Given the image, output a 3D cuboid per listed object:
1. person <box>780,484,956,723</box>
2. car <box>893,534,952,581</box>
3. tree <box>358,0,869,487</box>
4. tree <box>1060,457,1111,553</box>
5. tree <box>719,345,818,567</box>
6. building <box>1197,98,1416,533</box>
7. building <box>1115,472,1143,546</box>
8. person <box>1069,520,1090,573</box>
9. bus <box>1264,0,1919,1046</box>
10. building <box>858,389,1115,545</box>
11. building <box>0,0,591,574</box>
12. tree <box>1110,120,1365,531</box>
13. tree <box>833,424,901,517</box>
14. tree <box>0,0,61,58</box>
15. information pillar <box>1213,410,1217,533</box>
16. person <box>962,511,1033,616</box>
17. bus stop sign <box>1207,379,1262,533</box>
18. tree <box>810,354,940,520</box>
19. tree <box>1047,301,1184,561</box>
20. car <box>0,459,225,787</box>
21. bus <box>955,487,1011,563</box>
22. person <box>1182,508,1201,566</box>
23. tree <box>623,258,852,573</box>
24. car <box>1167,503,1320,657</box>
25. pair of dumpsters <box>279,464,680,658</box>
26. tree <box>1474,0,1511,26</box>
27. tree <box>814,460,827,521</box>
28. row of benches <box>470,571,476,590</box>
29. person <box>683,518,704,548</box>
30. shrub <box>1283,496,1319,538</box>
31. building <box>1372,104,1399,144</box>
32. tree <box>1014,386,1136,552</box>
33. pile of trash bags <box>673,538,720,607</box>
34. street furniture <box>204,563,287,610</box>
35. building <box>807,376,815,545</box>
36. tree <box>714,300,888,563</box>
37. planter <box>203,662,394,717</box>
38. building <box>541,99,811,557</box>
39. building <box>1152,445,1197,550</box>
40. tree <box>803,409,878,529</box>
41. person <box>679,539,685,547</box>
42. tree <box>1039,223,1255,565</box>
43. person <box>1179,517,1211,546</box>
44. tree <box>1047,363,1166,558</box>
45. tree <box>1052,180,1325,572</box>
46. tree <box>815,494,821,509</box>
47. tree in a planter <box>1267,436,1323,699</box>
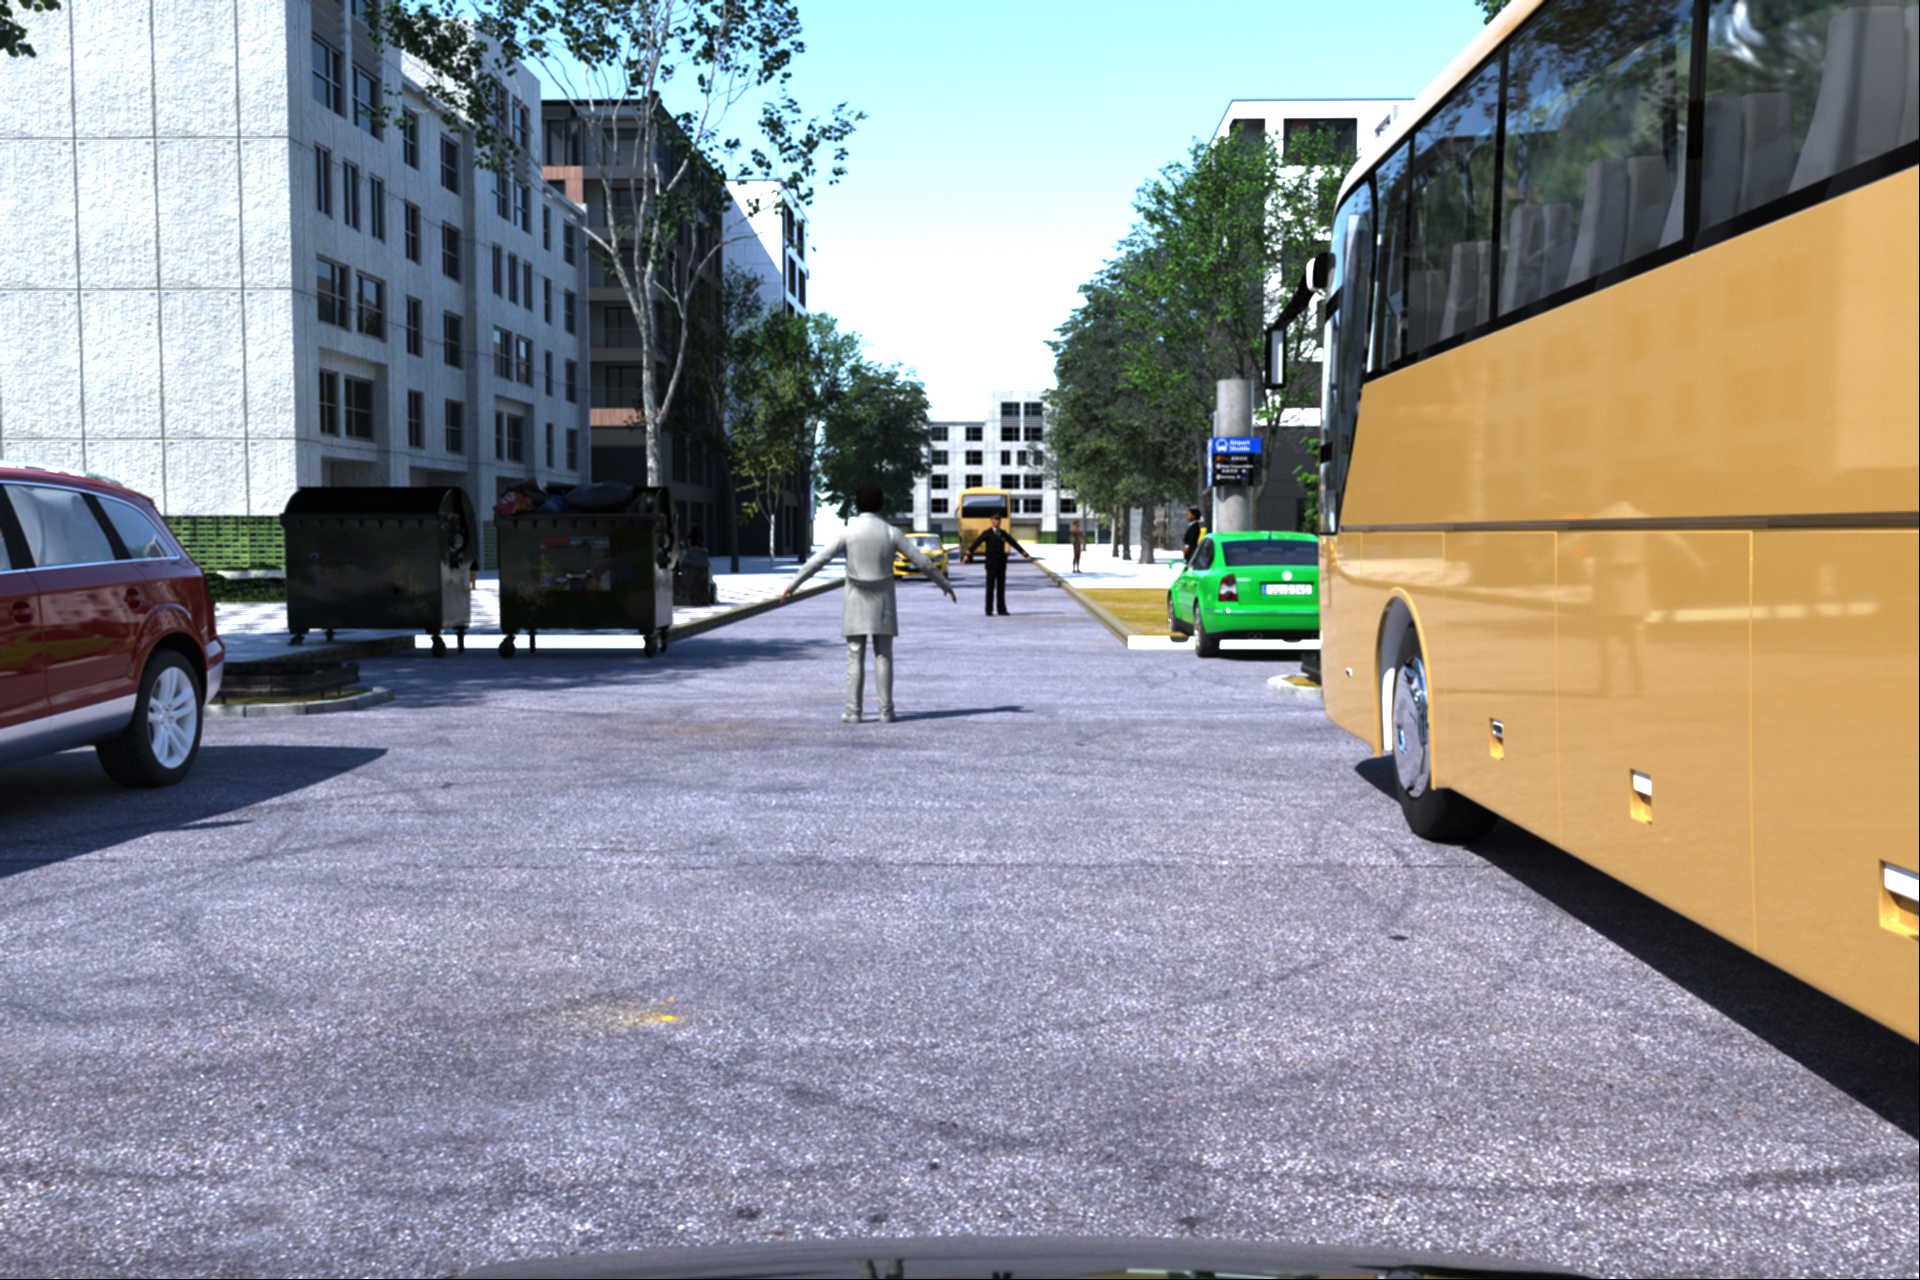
[{"bbox_3d":[-0.689,-0.278,13.187,1.347,1.806,0.705,0,4,-6],"label":"person"},{"bbox_3d":[-1.239,-2.685,54.131,2.015,1.641,3.980,0,4,1],"label":"car"},{"bbox_3d":[-8.466,-11.366,41.726,12.611,20.169,13.585,0,3,0],"label":"tree"},{"bbox_3d":[9.064,-10.165,116.562,4.737,8.622,4.395,0,3,0],"label":"tree"},{"bbox_3d":[-7.356,-7.151,67.288,4.737,8.622,4.395,0,3,0],"label":"tree"},{"bbox_3d":[27.153,-15.518,97.697,27.936,21.610,32.646,0,4,2],"label":"building"},{"bbox_3d":[27.171,-22.091,192.110,19.493,23.208,18.063,0,4,1],"label":"building"},{"bbox_3d":[3.931,-3.085,57.239,0.721,1.733,1.217,3,4,36],"label":"person"},{"bbox_3d":[3.273,-0.815,4.877,2.896,3.916,12.252,0,4,1],"label":"bus"},{"bbox_3d":[2.907,-21.398,218.765,31.486,18.905,16.747,0,4,-3],"label":"building"},{"bbox_3d":[-24.929,-11.829,59.864,16.747,18.905,31.486,0,4,2],"label":"building"},{"bbox_3d":[7.409,-7.145,42.573,9.928,11.665,9.643,0,3,0],"label":"tree"},{"bbox_3d":[-6.788,-9.988,113.661,4.360,8.622,3.978,0,3,0],"label":"tree"},{"bbox_3d":[-11.789,-6.525,13.344,9.857,13.997,8.962,0,3,0],"label":"tree"},{"bbox_3d":[4.935,-2.519,32.504,0.184,3.620,1.656,0,4,1],"label":"information pillar"},{"bbox_3d":[0.642,-1.350,30.467,1.347,1.837,0.705,-1,4,-22],"label":"person"},{"bbox_3d":[4.714,-2.493,29.785,0.837,3.901,0.837,0,4,2],"label":"bus stop sign"},{"bbox_3d":[-6.297,-13.268,123.591,9.857,13.997,8.962,0,3,0],"label":"tree"},{"bbox_3d":[8.117,-10.107,83.381,7.486,12.596,7.792,0,3,0],"label":"tree"},{"bbox_3d":[-5.523,0.017,8.393,2.281,1.827,5.304,0,4,1],"label":"car"},{"bbox_3d":[1.193,-6.007,89.766,2.896,3.916,12.252,0,3,0],"label":"bus"},{"bbox_3d":[4.092,-1.486,31.023,0.721,1.740,1.216,1,4,12],"label":"person"},{"bbox_3d":[-7.422,-7.554,57.923,8.767,10.594,7.601,1,4,13],"label":"tree"},{"bbox_3d":[3.644,-0.776,21.484,1.959,1.807,4.718,0,4,0],"label":"car"},{"bbox_3d":[-5.614,-0.946,20.420,4.436,2.255,1.574,0,4,1],"label":"pair of dumpsters"},{"bbox_3d":[10.169,-6.988,20.914,9.857,13.997,8.962,0,3,0],"label":"tree"},{"bbox_3d":[-19.899,-18.045,213.156,7.486,12.596,7.792,0,3,0],"label":"tree"},{"bbox_3d":[-12.442,-1.554,40.871,1.422,0.672,4.104,-3,4,-36],"label":"row of benches"},{"bbox_3d":[-9.017,-3.234,58.818,0.705,1.837,1.347,1,4,21],"label":"person"},{"bbox_3d":[5.894,-1.456,27.845,1.661,2.075,1.752,0,3,0],"label":"shrub"},{"bbox_3d":[23.630,-13.523,77.528,16.016,20.090,11.380,0,4,1],"label":"building"},{"bbox_3d":[9.202,-13.187,125.975,12.009,13.543,11.850,0,3,0],"label":"tree"},{"bbox_3d":[-5.373,-1.275,30.591,1.912,1.369,3.447,0,4,3],"label":"pile of trash bags"},{"bbox_3d":[-14.146,-1.073,33.167,5.734,0.657,10.072,1,4,16],"label":"street furniture"},{"bbox_3d":[-22.160,-20.305,188.414,16.016,20.090,11.380,0,4,2],"label":"building"},{"bbox_3d":[-6.996,-9.219,76.494,9.928,11.665,9.643,0,3,0],"label":"tree"},{"bbox_3d":[-5.903,0.404,14.531,1.991,0.319,1.994,0,4,1],"label":"planter"},{"bbox_3d":[-24.246,-15.551,98.235,27.936,21.610,32.646,0,4,2],"label":"building"},{"bbox_3d":[25.811,-19.122,143.580,19.493,23.208,18.063,0,4,1],"label":"building"},{"bbox_3d":[-6.124,-8.948,96.669,4.360,8.622,3.978,0,3,0],"label":"tree"},{"bbox_3d":[-8.464,-2.626,49.069,1.346,1.812,0.704,1,4,11],"label":"person"},{"bbox_3d":[7.963,-10.154,72.681,9.857,13.997,8.962,0,3,0],"label":"tree"},{"bbox_3d":[6.835,-2.617,49.257,1.216,1.772,0.721,0,4,3],"label":"person"},{"bbox_3d":[8.468,-10.327,94.600,9.928,11.665,9.643,0,3,0],"label":"tree"},{"bbox_3d":[8.273,-9.040,58.180,12.009,13.543,11.850,0,3,0],"label":"tree"},{"bbox_3d":[-19.605,-16.498,220.097,4.737,8.622,4.395,0,3,0],"label":"tree"},{"bbox_3d":[3.856,-1.131,15.707,1.991,3.239,1.994,0,4,1],"label":"tree in a planter"}]
